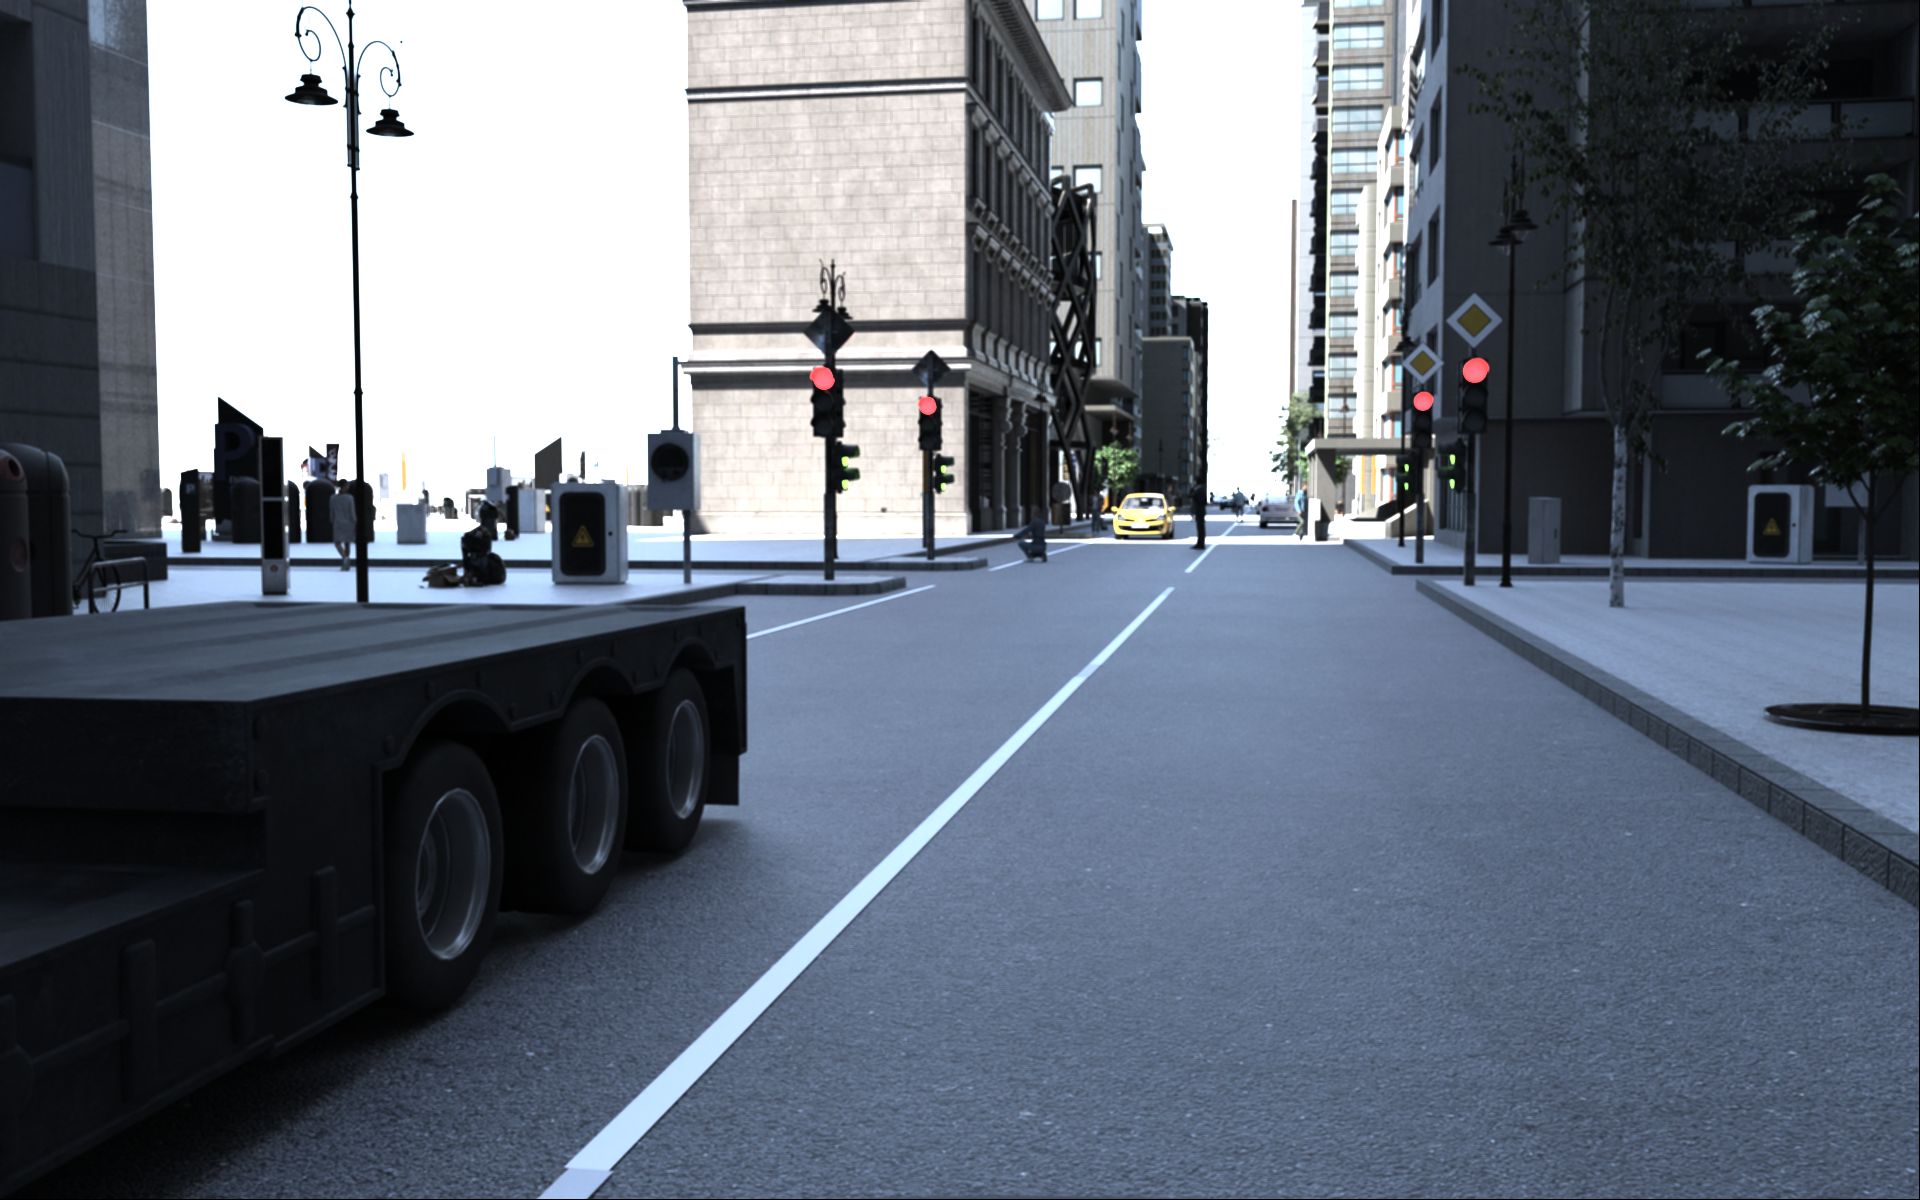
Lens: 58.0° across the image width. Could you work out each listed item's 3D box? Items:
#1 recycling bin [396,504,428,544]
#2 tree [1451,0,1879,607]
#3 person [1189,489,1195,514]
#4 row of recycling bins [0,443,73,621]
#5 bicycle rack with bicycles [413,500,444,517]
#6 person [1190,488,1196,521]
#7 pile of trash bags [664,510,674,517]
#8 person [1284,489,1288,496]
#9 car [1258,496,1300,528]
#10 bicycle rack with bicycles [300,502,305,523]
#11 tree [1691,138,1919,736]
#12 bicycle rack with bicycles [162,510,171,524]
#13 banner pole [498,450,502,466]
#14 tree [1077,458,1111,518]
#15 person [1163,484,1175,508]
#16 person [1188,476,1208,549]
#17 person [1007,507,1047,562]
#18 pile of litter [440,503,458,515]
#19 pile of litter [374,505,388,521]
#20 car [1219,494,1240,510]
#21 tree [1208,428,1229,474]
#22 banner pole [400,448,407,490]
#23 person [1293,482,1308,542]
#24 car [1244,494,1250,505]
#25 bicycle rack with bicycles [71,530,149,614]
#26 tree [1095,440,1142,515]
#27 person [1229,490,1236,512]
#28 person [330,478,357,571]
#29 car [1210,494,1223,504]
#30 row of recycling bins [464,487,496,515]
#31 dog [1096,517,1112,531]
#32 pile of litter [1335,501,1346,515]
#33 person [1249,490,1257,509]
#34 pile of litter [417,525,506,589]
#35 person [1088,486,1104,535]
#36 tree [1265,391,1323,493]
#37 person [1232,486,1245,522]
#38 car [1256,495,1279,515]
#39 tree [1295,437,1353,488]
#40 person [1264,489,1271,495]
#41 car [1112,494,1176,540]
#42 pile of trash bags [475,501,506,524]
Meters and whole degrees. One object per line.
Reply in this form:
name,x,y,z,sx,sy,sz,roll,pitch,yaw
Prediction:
recycling bin,-14.195,-1.978,44.899,0.722,1.027,0.722,-1,4,-11
tree,7.710,-4.224,19.425,4.360,8.622,3.978,0,3,0
person,16.682,-7.019,123.397,0.705,1.807,1.348,2,4,29
row of recycling bins,-7.468,-0.343,12.718,1.069,1.692,3.534,-1,4,-11
bicycle rack with bicycles,-30.561,-5.292,99.900,2.852,0.926,2.925,1,4,20
person,12.489,-5.029,91.209,0.782,1.767,0.515,-1,4,-11
pile of trash bags,-14.865,-5.308,96.533,3.447,1.369,1.912,2,4,27
person,23.899,-7.216,126.619,0.705,1.807,1.348,1,4,22
car,13.803,-3.781,74.188,2.083,1.381,4.827,1,4,11
bicycle rack with bicycles,-29.906,-3.839,76.145,2.852,0.926,2.925,0,4,1
tree,4.931,-0.918,9.607,1.663,3.219,1.824,0,3,0
bicycle rack with bicycles,-33.230,-3.396,68.904,2.925,0.926,2.852,-1,4,-10
banner pole,-25.998,-6.603,97.976,0.401,3.779,0.863,0,4,-3
tree,7.260,-5.995,92.613,1.663,3.219,1.824,0,3,0
person,6.969,-2.977,57.719,0.362,1.759,0.519,-1,4,-17
person,6.177,-2.276,45.070,0.474,1.900,0.648,1,4,17
person,1.452,-1.383,36.610,1.012,1.151,0.738,-3,5,-43
pile of litter,-32.045,-5.771,108.322,1.176,0.858,1.719,1,4,20
pile of litter,-28.156,-4.269,83.757,1.176,0.858,1.719,1,4,9
car,24.828,-9.135,159.146,2.009,1.686,4.222,1,4,12
tree,37.015,-20.654,263.447,9.928,11.665,9.643,0,3,0
banner pole,-30.412,-6.403,94.703,0.401,3.779,0.863,-3,5,-44
person,10.203,-2.625,51.765,0.601,1.785,0.444,-3,5,-39
car,36.131,-12.930,221.184,2.009,1.686,4.222,1,4,11
bicycle rack with bicycles,-9.465,-0.232,17.174,2.852,0.926,2.925,-1,4,-8
tree,9.421,-7.435,105.276,4.285,4.588,4.351,0,3,0
person,21.648,-7.787,136.534,1.217,1.743,0.721,-2,4,-35
person,-11.278,-1.377,31.763,0.466,1.731,0.760,-3,4,-36
car,34.045,-13.434,229.236,1.945,1.707,3.694,1,4,12
row of recycling bins,-29.326,-6.054,106.101,1.069,1.692,3.534,0,4,7
dog,5.640,-3.144,68.238,0.800,0.831,0.513,2,4,33
pile of litter,22.894,-5.605,105.604,1.176,0.858,1.719,0,4,6
person,28.522,-9.802,168.629,0.709,1.838,0.599,-1,4,-11
pile of litter,-7.031,-0.632,24.295,1.176,0.858,1.719,2,4,24
person,4.781,-3.144,60.735,0.563,1.720,0.643,1,4,20
tree,37.681,-16.697,191.126,7.486,12.596,7.792,0,3,0
person,14.144,-4.862,87.861,0.638,1.841,0.748,0,4,8
car,21.435,-6.546,119.381,2.083,1.381,4.827,1,4,12
tree,20.887,-7.076,99.404,4.285,4.588,4.351,0,3,0
person,25.079,-8.112,141.217,1.350,1.814,0.705,2,4,24
car,5.889,-2.750,55.184,2.015,1.641,3.980,1,4,10
pile of trash bags,-19.441,-4.056,76.072,3.447,1.369,1.912,-3,5,-43
